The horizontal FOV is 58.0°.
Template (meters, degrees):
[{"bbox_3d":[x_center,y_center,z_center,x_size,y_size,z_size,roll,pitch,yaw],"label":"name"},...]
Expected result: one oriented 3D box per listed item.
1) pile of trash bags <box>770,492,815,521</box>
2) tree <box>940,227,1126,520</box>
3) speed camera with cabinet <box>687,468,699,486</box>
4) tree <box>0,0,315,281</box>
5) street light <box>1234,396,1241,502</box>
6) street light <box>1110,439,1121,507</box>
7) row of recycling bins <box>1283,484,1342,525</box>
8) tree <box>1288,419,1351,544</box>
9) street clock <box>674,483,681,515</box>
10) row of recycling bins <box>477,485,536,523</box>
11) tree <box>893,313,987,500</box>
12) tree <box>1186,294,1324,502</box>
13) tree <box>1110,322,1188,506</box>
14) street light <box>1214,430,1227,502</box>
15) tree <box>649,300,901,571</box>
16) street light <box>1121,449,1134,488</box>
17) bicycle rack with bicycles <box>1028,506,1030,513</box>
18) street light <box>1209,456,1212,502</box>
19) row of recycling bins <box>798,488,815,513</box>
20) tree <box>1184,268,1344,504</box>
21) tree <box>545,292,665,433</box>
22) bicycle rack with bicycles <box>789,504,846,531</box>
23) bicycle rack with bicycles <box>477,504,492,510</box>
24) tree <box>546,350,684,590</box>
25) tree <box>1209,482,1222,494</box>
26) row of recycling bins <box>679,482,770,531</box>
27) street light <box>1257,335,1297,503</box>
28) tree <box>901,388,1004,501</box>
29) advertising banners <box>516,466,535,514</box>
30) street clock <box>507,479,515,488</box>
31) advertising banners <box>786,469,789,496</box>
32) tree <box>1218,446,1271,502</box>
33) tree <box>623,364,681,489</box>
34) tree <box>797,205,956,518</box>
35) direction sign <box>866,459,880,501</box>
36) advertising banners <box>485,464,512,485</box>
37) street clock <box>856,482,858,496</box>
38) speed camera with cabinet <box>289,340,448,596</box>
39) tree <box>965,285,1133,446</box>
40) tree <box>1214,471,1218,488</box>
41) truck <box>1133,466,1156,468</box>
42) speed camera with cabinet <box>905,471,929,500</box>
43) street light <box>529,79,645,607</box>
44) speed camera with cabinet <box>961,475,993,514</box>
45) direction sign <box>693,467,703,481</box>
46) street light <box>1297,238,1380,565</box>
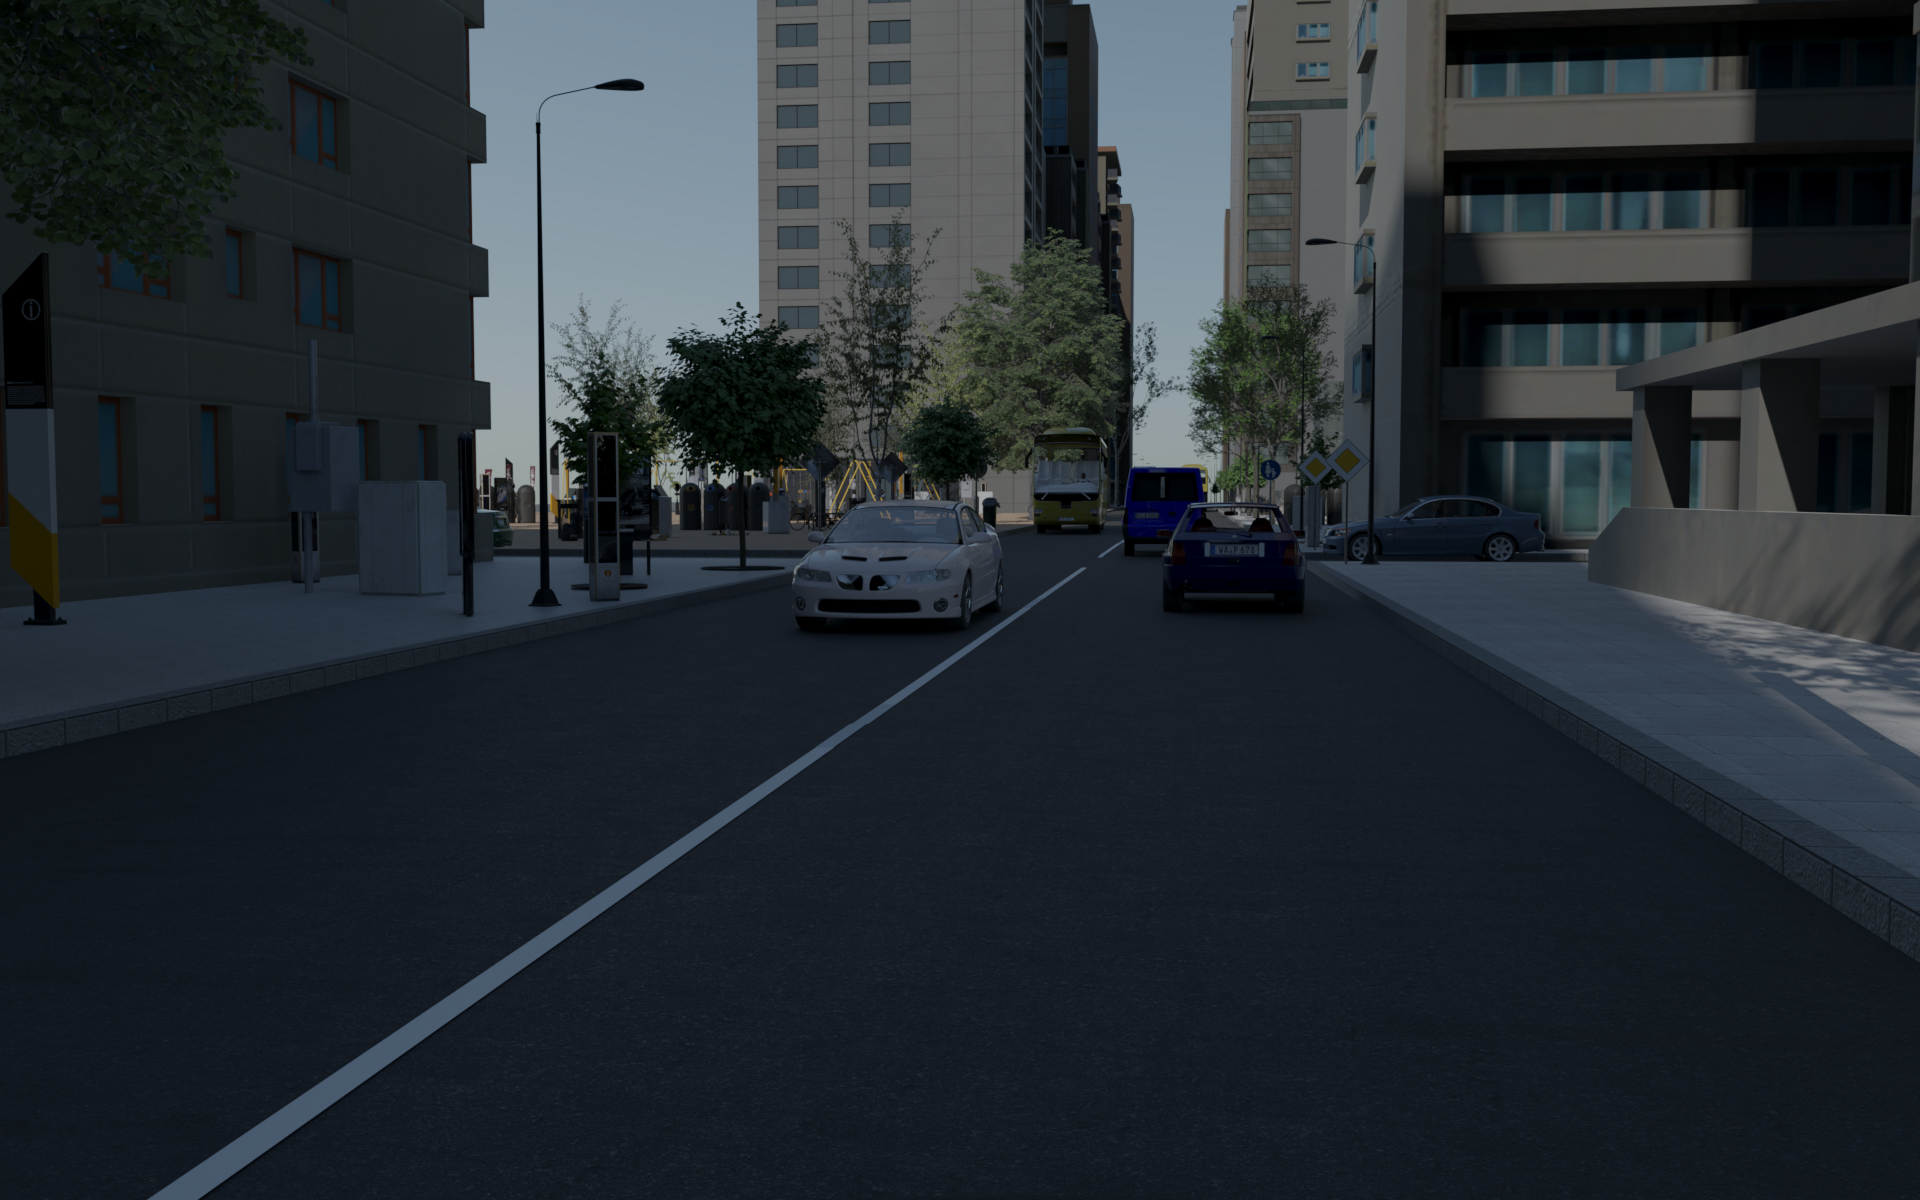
[{"bbox_3d":[-8.579,-4.558,84.281,1.912,1.369,3.447,-3,5,-41],"label":"pile of trash bags"},{"bbox_3d":[3.684,-10.891,84.720,9.857,13.997,8.962,0,3,0],"label":"tree"},{"bbox_3d":[-13.552,-5.712,87.721,0.660,3.252,2.038,-1,4,-10],"label":"speed camera with cabinet"},{"bbox_3d":[-6.381,-5.654,10.567,7.486,12.596,7.792,0,3,0],"label":"tree"},{"bbox_3d":[13.610,-6.701,82.104,1.470,5.913,1.316,0,4,8],"label":"street light"},{"bbox_3d":[12.708,-10.683,147.202,1.470,5.913,1.316,0,4,8],"label":"street light"},{"bbox_3d":[15.090,-3.927,71.315,3.534,1.692,1.069,-1,4,-9],"label":"row of recycling bins"},{"bbox_3d":[9.283,-3.070,44.795,1.663,3.219,1.824,0,3,0],"label":"tree"},{"bbox_3d":[-17.374,-6.227,106.381,0.471,2.002,0.358,-3,5,-42],"label":"street clock"},{"bbox_3d":[-20.329,-4.225,76.189,3.534,1.692,1.069,1,4,13],"label":"row of recycling bins"},{"bbox_3d":[-0.809,-7.373,70.909,4.737,8.622,4.395,0,3,0],"label":"tree"},{"bbox_3d":[15.404,-10.087,90.672,9.928,11.665,9.643,0,3,0],"label":"tree"},{"bbox_3d":[18.485,-20.413,189.649,12.611,20.169,13.585,0,3,0],"label":"tree"},{"bbox_3d":[19.478,-9.394,126.129,1.470,5.913,1.316,0,4,8],"label":"street light"},{"bbox_3d":[-3.703,-2.804,29.557,4.285,4.588,4.351,0,3,0],"label":"tree"},{"bbox_3d":[16.920,-12.586,178.320,1.470,5.913,1.316,0,4,8],"label":"street light"},{"bbox_3d":[5.935,-5.666,106.029,2.925,0.926,2.852,2,4,27],"label":"bicycle rack with bicycles"},{"bbox_3d":[23.581,-11.283,157.017,1.470,5.913,1.316,0,4,8],"label":"street light"},{"bbox_3d":[-9.873,-6.601,115.043,1.069,1.692,3.534,-2,4,-24],"label":"row of recycling bins"},{"bbox_3d":[12.882,-8.438,72.374,8.767,10.594,7.601,3,5,45],"label":"tree"},{"bbox_3d":[-13.292,-6.967,64.267,4.360,8.622,3.978,0,3,0],"label":"tree"},{"bbox_3d":[-4.520,-2.897,60.744,2.925,0.926,2.852,-1,4,-9],"label":"bicycle rack with bicycles"},{"bbox_3d":[-20.898,-3.693,73.768,2.852,0.926,2.925,0,4,-5],"label":"bicycle rack with bicycles"},{"bbox_3d":[-4.878,-1.768,23.501,1.663,3.219,1.824,0,3,0],"label":"tree"},{"bbox_3d":[35.662,-15.182,242.828,1.663,3.219,1.824,0,3,0],"label":"tree"},{"bbox_3d":[-8.335,-3.317,61.344,3.534,1.692,1.069,1,4,20],"label":"row of recycling bins"},{"bbox_3d":[9.481,-4.783,50.737,1.470,5.913,1.316,0,4,8],"label":"street light"},{"bbox_3d":[-0.455,-4.275,53.609,4.285,4.588,4.351,0,3,0],"label":"tree"},{"bbox_3d":[-27.093,-6.835,107.937,2.074,3.025,0.090,3,5,39],"label":"advertising banners"},{"bbox_3d":[-21.401,-4.766,82.498,0.358,2.002,0.471,0,4,-2],"label":"street clock"},{"bbox_3d":[-7.577,-4.893,76.195,0.090,3.025,2.074,0,4,-4],"label":"advertising banners"},{"bbox_3d":[20.001,-8.252,118.639,4.285,4.588,4.351,0,3,0],"label":"tree"},{"bbox_3d":[-16.920,-8.977,97.136,4.737,8.622,4.395,0,3,0],"label":"tree"},{"bbox_3d":[-2.126,-5.780,44.857,4.360,8.622,3.978,0,3,0],"label":"tree"},{"bbox_3d":[-5.641,-7.362,112.363,0.876,3.537,0.379,0,4,8],"label":"direction sign"},{"bbox_3d":[-26.880,-6.425,101.236,0.090,3.025,2.074,2,4,27],"label":"advertising banners"},{"bbox_3d":[-6.270,-6.087,104.095,0.358,2.002,0.471,-1,4,-9],"label":"street clock"},{"bbox_3d":[-7.589,-1.704,22.204,2.038,3.252,0.660,1,4,21],"label":"speed camera with cabinet"},{"bbox_3d":[4.844,-11.448,97.545,12.009,13.543,11.850,0,3,0],"label":"tree"},{"bbox_3d":[30.575,-13.076,197.499,4.285,4.588,4.351,0,3,0],"label":"tree"},{"bbox_3d":[18.502,-11.229,173.357,2.967,4.110,18.799,0,4,6],"label":"truck"},{"bbox_3d":[-3.083,-7.472,116.506,2.038,3.252,0.660,-2,4,-27],"label":"speed camera with cabinet"},{"bbox_3d":[-4.219,-2.878,19.597,1.470,5.913,1.316,0,4,8],"label":"street light"},{"bbox_3d":[1.101,-7.218,112.356,2.038,3.252,0.660,0,4,-2],"label":"speed camera with cabinet"},{"bbox_3d":[-16.154,-7.028,106.907,0.876,3.537,0.379,3,4,36],"label":"direction sign"},{"bbox_3d":[6.961,-3.608,31.536,1.470,5.913,1.316,0,4,8],"label":"street light"}]
